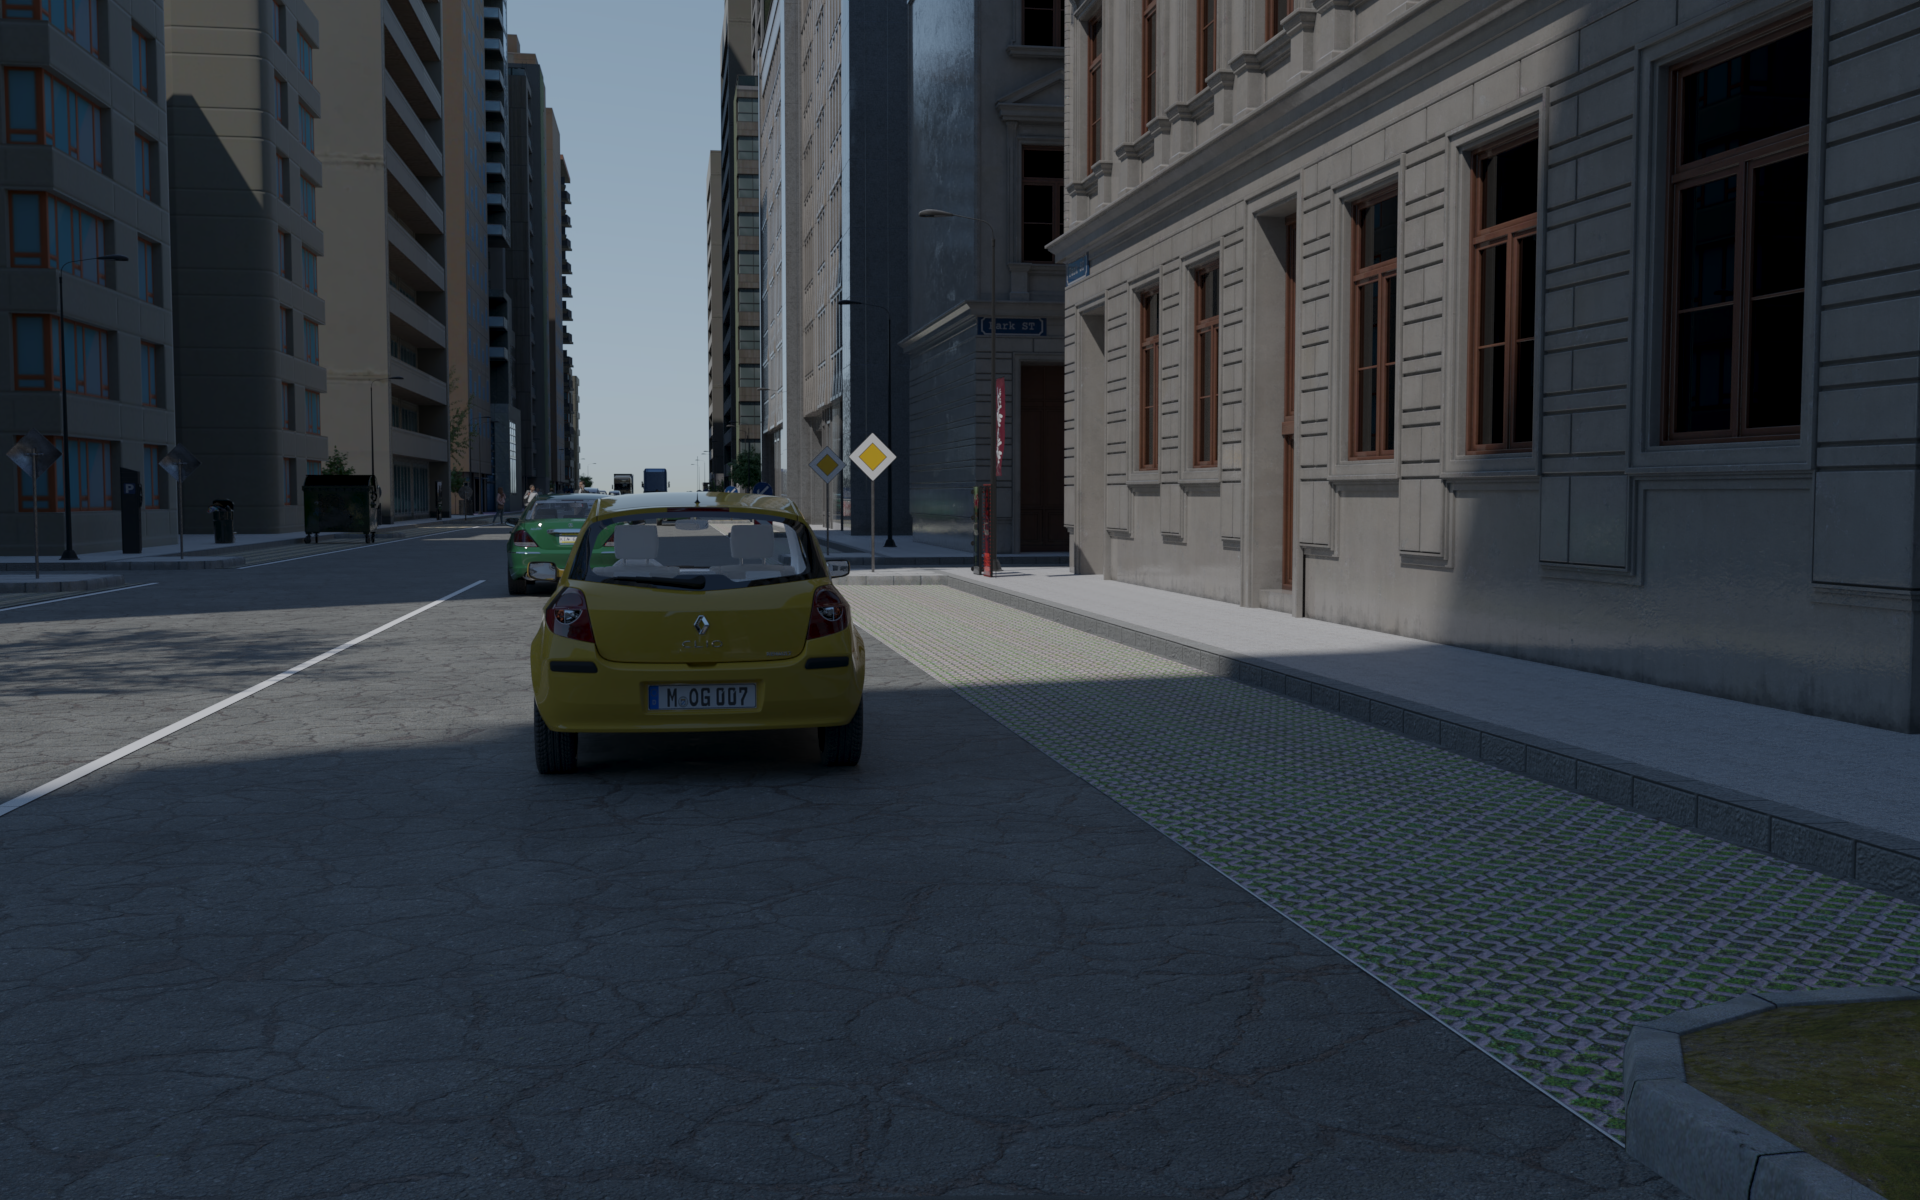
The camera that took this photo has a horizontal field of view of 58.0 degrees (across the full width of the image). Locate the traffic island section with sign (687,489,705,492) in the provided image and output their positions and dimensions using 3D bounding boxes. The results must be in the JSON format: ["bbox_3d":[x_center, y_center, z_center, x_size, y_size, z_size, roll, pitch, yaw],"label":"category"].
[{"bbox_3d":[-24.272,-9.291,160.541,1.989,1.847,2.006,-1,4,-10],"label":"traffic island section with sign"}]

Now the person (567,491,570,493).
[{"bbox_3d":[-33.711,-8.589,149.718,1.217,1.735,0.721,3,4,36],"label":"person"}]

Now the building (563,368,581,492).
[{"bbox_3d":[-68.504,-24.448,244.756,27.650,21.520,28.899,-1,4,-10],"label":"building"}]

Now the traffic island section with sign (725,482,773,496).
[{"bbox_3d":[-6.668,-2.977,57.294,1.989,1.847,2.006,-1,4,-10],"label":"traffic island section with sign"}]

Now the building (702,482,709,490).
[{"bbox_3d":[-22.289,-34.652,258.440,32.217,40.220,23.993,-1,4,-10],"label":"building"}]

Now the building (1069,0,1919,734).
[{"bbox_3d":[8.311,-11.181,18.966,11.583,22.565,21.152,-1,4,-10],"label":"building"}]

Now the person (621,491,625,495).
[{"bbox_3d":[-40.295,-12.174,207.635,1.350,1.814,0.705,-3,5,-44],"label":"person"}]

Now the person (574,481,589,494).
[{"bbox_3d":[-13.546,-3.300,61.813,0.648,1.900,0.474,-1,4,-18],"label":"person"}]

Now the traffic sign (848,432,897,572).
[{"bbox_3d":[-1.428,-1.510,28.330,0.795,2.450,0.064,-1,4,-10],"label":"traffic sign"}]

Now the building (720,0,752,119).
[{"bbox_3d":[-11.209,-32.934,162.170,21.300,48.544,21.600,-1,4,-10],"label":"building"}]

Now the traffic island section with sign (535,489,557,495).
[{"bbox_3d":[-32.187,-7.594,132.788,1.989,1.847,2.006,-1,4,-10],"label":"traffic island section with sign"}]

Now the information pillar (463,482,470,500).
[{"bbox_3d":[-29.729,-6.111,104.400,0.304,2.012,0.304,0,4,-3],"label":"information pillar"}]

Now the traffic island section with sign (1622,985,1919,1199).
[{"bbox_3d":[2.501,0.316,3.468,1.989,1.847,2.006,-1,4,-10],"label":"traffic island section with sign"}]

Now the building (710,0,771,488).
[{"bbox_3d":[-20.258,-47.339,212.250,20.563,71.187,20.611,-1,4,-10],"label":"building"}]

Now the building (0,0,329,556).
[{"bbox_3d":[-34.607,-12.361,47.146,27.650,21.520,28.899,-1,4,-10],"label":"building"}]

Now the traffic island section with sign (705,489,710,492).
[{"bbox_3d":[-11.198,-4.602,83.868,1.989,1.847,2.006,-1,4,-10],"label":"traffic island section with sign"}]

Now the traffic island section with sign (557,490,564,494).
[{"bbox_3d":[-36.723,-9.219,159.360,1.989,1.847,2.006,-1,4,-10],"label":"traffic island section with sign"}]

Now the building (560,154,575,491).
[{"bbox_3d":[-59.981,-34.350,216.251,22.147,44.769,28.867,-1,4,-10],"label":"building"}]

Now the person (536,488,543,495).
[{"bbox_3d":[-24.624,-5.659,101.123,0.635,1.810,0.391,2,4,24],"label":"person"}]

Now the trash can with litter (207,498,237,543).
[{"bbox_3d":[-19.208,-2.063,45.116,0.624,1.170,1.055,-1,4,-16],"label":"trash can with litter"}]

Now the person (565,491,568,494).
[{"bbox_3d":[-33.467,-8.441,147.316,0.445,1.727,0.742,0,4,-3],"label":"person"}]

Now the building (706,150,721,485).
[{"bbox_3d":[-23.055,-37.317,233.835,21.300,48.544,21.600,-1,4,-10],"label":"building"}]

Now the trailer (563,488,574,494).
[{"bbox_3d":[-37.528,-9.727,166.084,1.471,1.999,3.904,-1,4,-10],"label":"trailer"}]

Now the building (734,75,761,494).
[{"bbox_3d":[-9.112,-21.552,124.084,14.160,30.474,14.107,-1,4,-10],"label":"building"}]

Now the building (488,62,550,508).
[{"bbox_3d":[-45.564,-29.069,158.867,14.154,41.232,14.086,-1,4,-10],"label":"building"}]

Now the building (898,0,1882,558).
[{"bbox_3d":[9.156,-12.634,42.720,21.152,22.565,11.583,-1,4,-10],"label":"building"}]

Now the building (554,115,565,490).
[{"bbox_3d":[-52.397,-33.371,195.719,14.600,45.320,14.200,-1,4,-10],"label":"building"}]

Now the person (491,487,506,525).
[{"bbox_3d":[-21.052,-4.280,79.063,0.643,1.750,0.593,0,3,0],"label":"person"}]

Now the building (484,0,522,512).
[{"bbox_3d":[-45.778,-50.272,134.625,22.319,86.520,31.000,-1,4,-10],"label":"building"}]

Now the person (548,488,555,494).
[{"bbox_3d":[-26.747,-6.422,113.581,1.350,1.814,0.705,1,4,9],"label":"person"}]

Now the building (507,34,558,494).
[{"bbox_3d":[-48.545,-31.954,172.556,14.600,45.320,14.200,-1,4,-10],"label":"building"}]

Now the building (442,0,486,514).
[{"bbox_3d":[-38.963,-28.366,113.901,14.600,45.320,14.200,-1,4,-10],"label":"building"}]

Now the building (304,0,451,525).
[{"bbox_3d":[-36.140,-27.891,79.725,21.300,48.544,21.600,-1,4,-10],"label":"building"}]

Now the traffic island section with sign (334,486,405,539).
[{"bbox_3d":[-19.149,-2.916,56.310,1.989,1.847,2.006,-1,4,-10],"label":"traffic island section with sign"}]

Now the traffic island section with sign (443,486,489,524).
[{"bbox_3d":[-23.759,-4.567,83.297,1.989,1.847,2.006,-1,4,-10],"label":"traffic island section with sign"}]

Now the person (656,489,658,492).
[{"bbox_3d":[-25.237,-8.311,144.345,1.348,1.831,0.705,-1,4,-20],"label":"person"}]

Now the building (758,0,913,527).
[{"bbox_3d":[-3.111,-16.257,83.825,12.078,24.808,19.932,-1,4,-10],"label":"building"}]

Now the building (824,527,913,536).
[{"bbox_3d":[0.894,-15.003,63.329,12.078,24.808,19.932,-1,4,-10],"label":"building"}]

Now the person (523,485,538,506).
[{"bbox_3d":[-18.911,-4.143,76.334,0.679,1.850,0.850,-1,4,-11],"label":"person"}]
